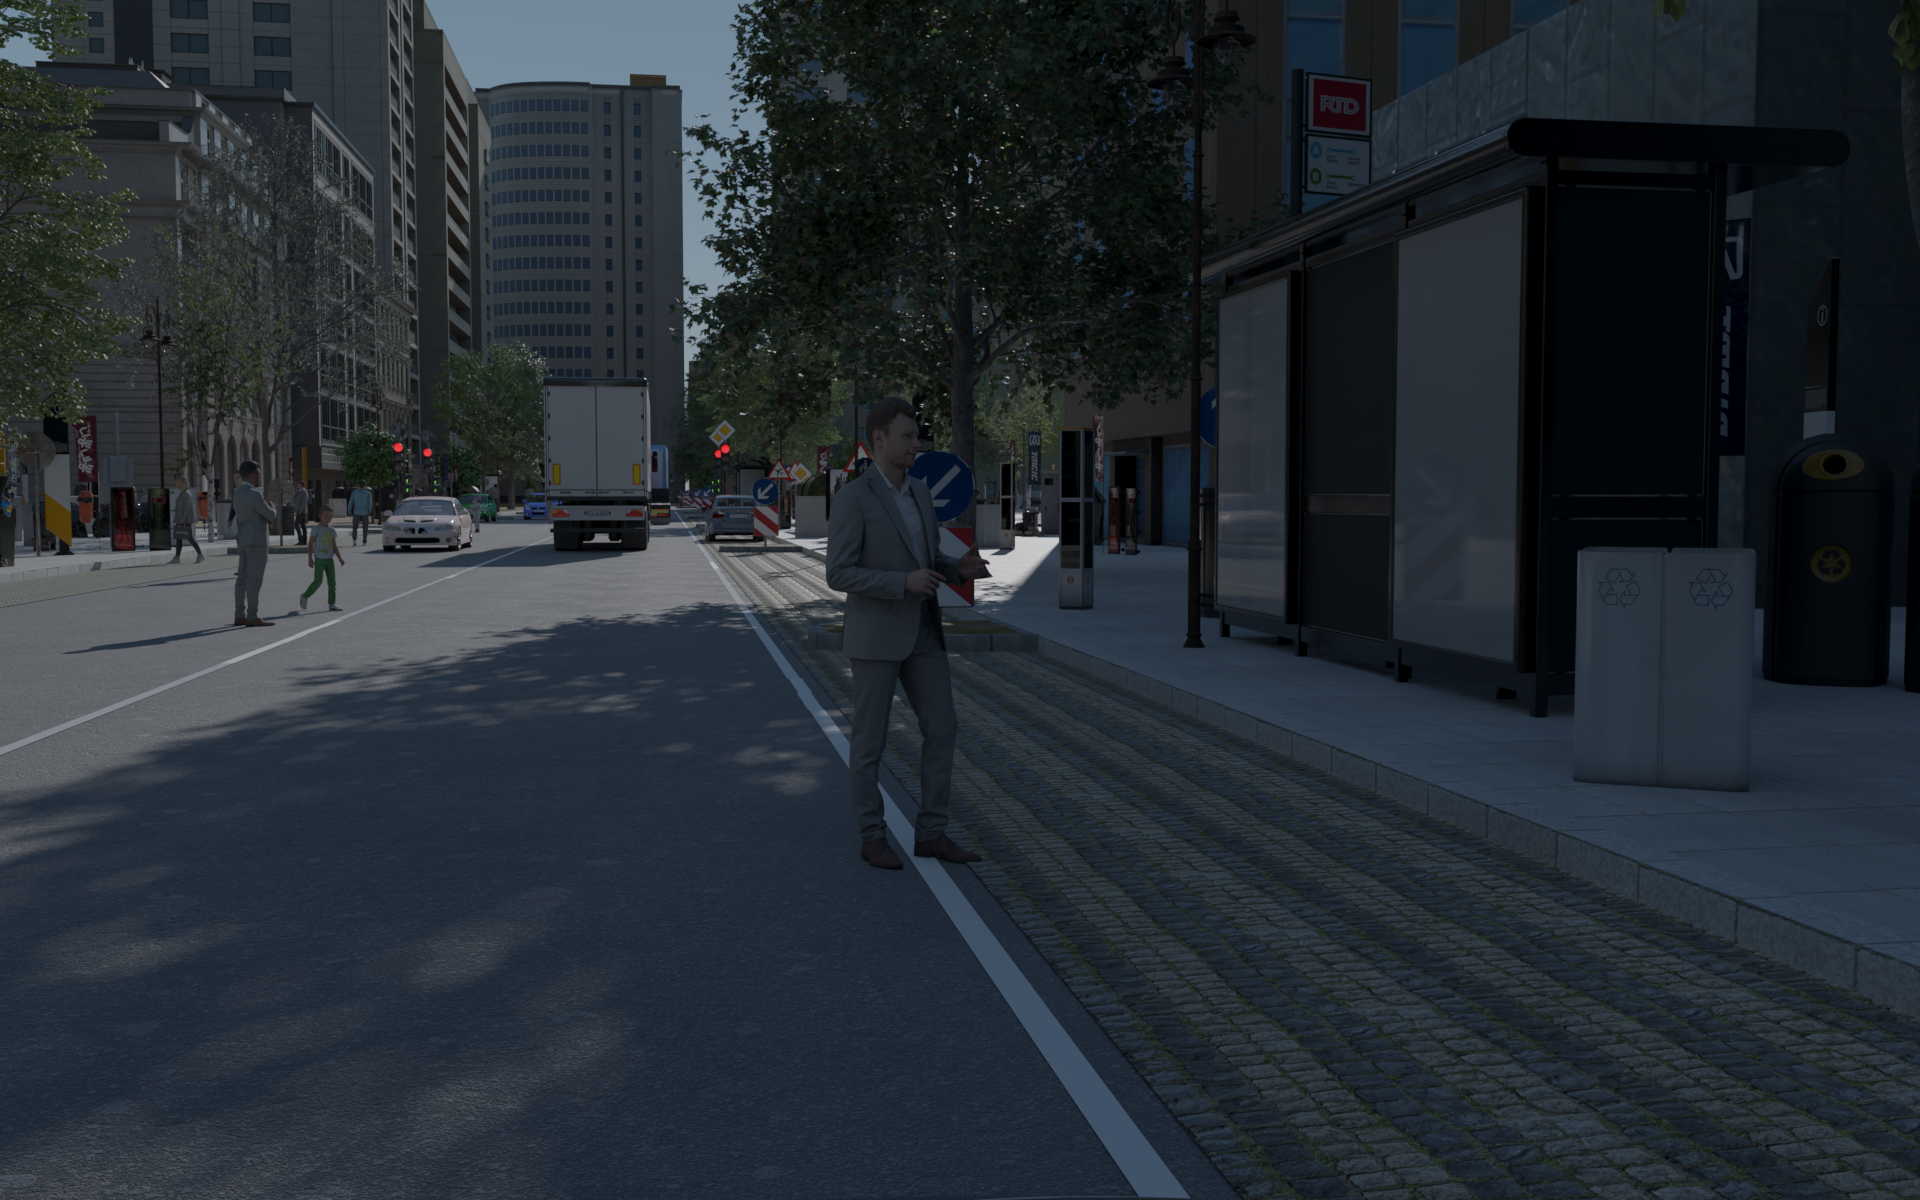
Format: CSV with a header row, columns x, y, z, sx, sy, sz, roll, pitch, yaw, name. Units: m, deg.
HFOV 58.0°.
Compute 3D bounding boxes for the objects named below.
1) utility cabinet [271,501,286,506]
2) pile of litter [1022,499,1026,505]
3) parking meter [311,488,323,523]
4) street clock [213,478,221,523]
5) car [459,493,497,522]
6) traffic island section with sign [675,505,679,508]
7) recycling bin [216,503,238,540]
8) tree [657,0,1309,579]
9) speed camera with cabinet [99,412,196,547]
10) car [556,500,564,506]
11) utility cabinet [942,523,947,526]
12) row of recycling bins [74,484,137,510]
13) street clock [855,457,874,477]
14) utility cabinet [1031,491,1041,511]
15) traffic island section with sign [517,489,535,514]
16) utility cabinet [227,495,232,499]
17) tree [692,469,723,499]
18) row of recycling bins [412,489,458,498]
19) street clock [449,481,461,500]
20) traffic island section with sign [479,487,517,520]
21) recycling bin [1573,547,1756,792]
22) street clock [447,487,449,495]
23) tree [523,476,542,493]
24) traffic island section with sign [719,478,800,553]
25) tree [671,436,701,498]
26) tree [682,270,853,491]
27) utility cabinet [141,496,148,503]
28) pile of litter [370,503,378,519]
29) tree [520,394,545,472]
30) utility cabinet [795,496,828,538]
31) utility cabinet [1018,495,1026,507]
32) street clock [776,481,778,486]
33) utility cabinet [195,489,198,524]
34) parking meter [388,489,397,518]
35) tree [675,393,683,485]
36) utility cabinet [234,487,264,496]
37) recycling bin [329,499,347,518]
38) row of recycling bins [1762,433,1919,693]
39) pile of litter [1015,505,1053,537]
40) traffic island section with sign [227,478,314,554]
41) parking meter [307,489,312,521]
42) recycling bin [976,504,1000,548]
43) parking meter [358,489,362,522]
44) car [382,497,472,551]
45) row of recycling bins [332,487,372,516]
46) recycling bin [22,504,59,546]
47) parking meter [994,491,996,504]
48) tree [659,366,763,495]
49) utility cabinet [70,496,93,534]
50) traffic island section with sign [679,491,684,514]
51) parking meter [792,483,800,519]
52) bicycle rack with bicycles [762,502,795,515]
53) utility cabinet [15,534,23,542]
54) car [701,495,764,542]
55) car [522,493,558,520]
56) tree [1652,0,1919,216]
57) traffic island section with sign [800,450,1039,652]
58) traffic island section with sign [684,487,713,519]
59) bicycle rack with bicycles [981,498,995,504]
x,y,z,sx,sy,sz,roll,pitch,yaw,name
-23.749,-2.965,59.633,1.020,1.237,0.306,0,3,0,utility cabinet
5.276,-8.113,146.606,1.176,0.858,1.719,-1,4,-17,pile of litter
-28.881,-4.256,78.003,0.372,1.533,0.369,0,3,0,parking meter
-33.438,-4.490,77.975,0.358,2.002,0.471,-1,4,-21,street clock
-24.683,-4.858,88.217,1.959,1.807,4.718,-1,4,-8,car
-27.433,-10.115,174.004,1.989,1.847,2.006,-1,4,-10,traffic island section with sign
-20.679,-2.246,49.273,0.722,1.027,0.722,-3,4,-38,recycling bin
0.110,-6.686,26.332,9.611,12.733,9.660,0,3,0,tree
-19.845,-2.933,42.298,2.038,3.252,0.660,-2,4,-34,speed camera with cabinet
-24.406,-5.942,106.743,1.945,1.707,3.694,-1,4,-11,car
-0.371,-2.013,41.590,0.318,1.500,1.173,3,5,43,utility cabinet
-35.250,-3.932,71.403,1.069,1.692,3.534,0,4,7,row of recycling bins
-1.838,-1.823,34.381,0.471,2.002,0.358,0,4,4,street clock
5.781,-7.557,132.235,0.318,1.500,1.173,-3,5,-42,utility cabinet
-30.342,-6.962,122.453,1.989,1.847,2.006,-1,4,-10,traffic island section with sign
-34.261,-4.347,82.228,0.306,1.237,1.020,2,4,27,utility cabinet
-24.169,-11.236,167.415,4.285,4.588,4.351,0,3,0,tree
-38.936,-7.447,128.864,3.534,1.692,1.069,-2,4,-27,row of recycling bins
-27.821,-5.577,95.748,0.358,2.002,0.471,1,4,19,street clock
-25.782,-5.337,95.885,1.989,1.847,2.006,-1,4,-10,traffic island section with sign
3.202,0.287,7.869,0.722,1.027,0.722,2,4,24,recycling bin
-39.870,-7.990,135.214,0.358,2.002,0.471,0,4,5,street clock
-39.627,-10.105,159.818,1.663,3.219,1.824,0,3,0,tree
-4.986,-2.106,43.067,1.989,1.847,2.006,-1,4,-10,traffic island section with sign
-31.705,-16.816,209.346,8.767,10.594,7.601,3,5,40,tree
-8.454,-9.969,81.118,7.486,12.596,7.792,0,3,0,tree
-34.753,-3.862,74.301,1.020,1.237,0.306,3,4,39,utility cabinet
-29.617,-4.582,88.880,1.176,0.858,1.719,-2,4,-30,pile of litter
-44.528,-17.024,188.718,12.009,13.543,11.850,0,3,0,tree
-4.370,-2.453,51.265,1.020,1.237,0.306,0,4,-4,utility cabinet
5.519,-8.502,150.175,1.020,1.237,0.306,0,4,6,utility cabinet
-9.138,-5.136,88.544,0.471,2.002,0.358,-1,4,-21,street clock
-33.265,-3.998,74.044,1.173,1.500,0.318,-2,4,-33,utility cabinet
-25.664,-4.274,78.287,0.372,1.533,0.369,0,3,0,parking meter
-14.082,-11.732,109.945,7.486,12.596,7.792,0,3,0,tree
-23.456,-2.966,57.176,0.318,1.500,1.173,1,4,13,utility cabinet
-33.766,-4.980,93.977,0.722,1.027,0.722,-3,5,-39,recycling bin
6.763,-0.226,10.805,1.069,1.692,3.534,-2,4,-35,row of recycling bins
2.016,-2.367,52.670,1.719,0.858,1.176,3,5,45,pile of litter
-16.551,-2.046,42.088,1.989,1.847,2.006,-1,4,-10,traffic island section with sign
-30.639,-4.488,81.795,0.372,1.533,0.369,0,3,0,parking meter
0.690,-1.798,41.944,0.722,1.027,0.722,-2,4,-34,recycling bin
-30.147,-4.810,87.055,0.372,1.533,0.369,0,3,0,parking meter
-13.748,-1.987,44.857,2.083,1.381,4.827,-1,4,-10,car
-35.859,-5.819,102.255,3.534,1.692,1.069,3,4,37,row of recycling bins
-22.824,-1.873,43.175,0.722,1.027,0.722,0,4,2,recycling bin
2.330,-6.075,107.744,0.372,1.533,0.369,0,3,0,parking meter
-18.015,-13.682,134.063,12.009,13.543,11.850,0,3,0,tree
-28.230,-2.695,55.226,1.020,1.237,0.306,-3,5,-43,utility cabinet
-19.150,-7.157,125.643,1.989,1.847,2.006,-1,4,-10,traffic island section with sign
-8.312,-5.021,87.803,0.255,1.863,0.399,2,4,26,parking meter
-8.340,-4.017,79.062,2.852,0.926,2.925,-1,4,-15,bicycle rack with bicycles
-25.807,-2.166,46.569,1.020,1.237,0.306,-2,4,-29,utility cabinet
-6.924,-2.521,53.226,2.014,1.417,4.499,-1,4,-10,car
-23.551,-5.358,97.198,1.945,1.707,3.694,-1,4,-10,car
3.436,-3.396,5.893,4.737,8.622,4.395,0,3,0,tree
-0.420,-0.479,16.463,1.989,1.847,2.006,-1,4,-10,traffic island section with sign
-14.583,-5.529,99.019,1.989,1.847,2.006,-1,4,-10,traffic island section with sign
3.139,-8.375,150.312,2.852,0.926,2.925,0,4,-7,bicycle rack with bicycles
